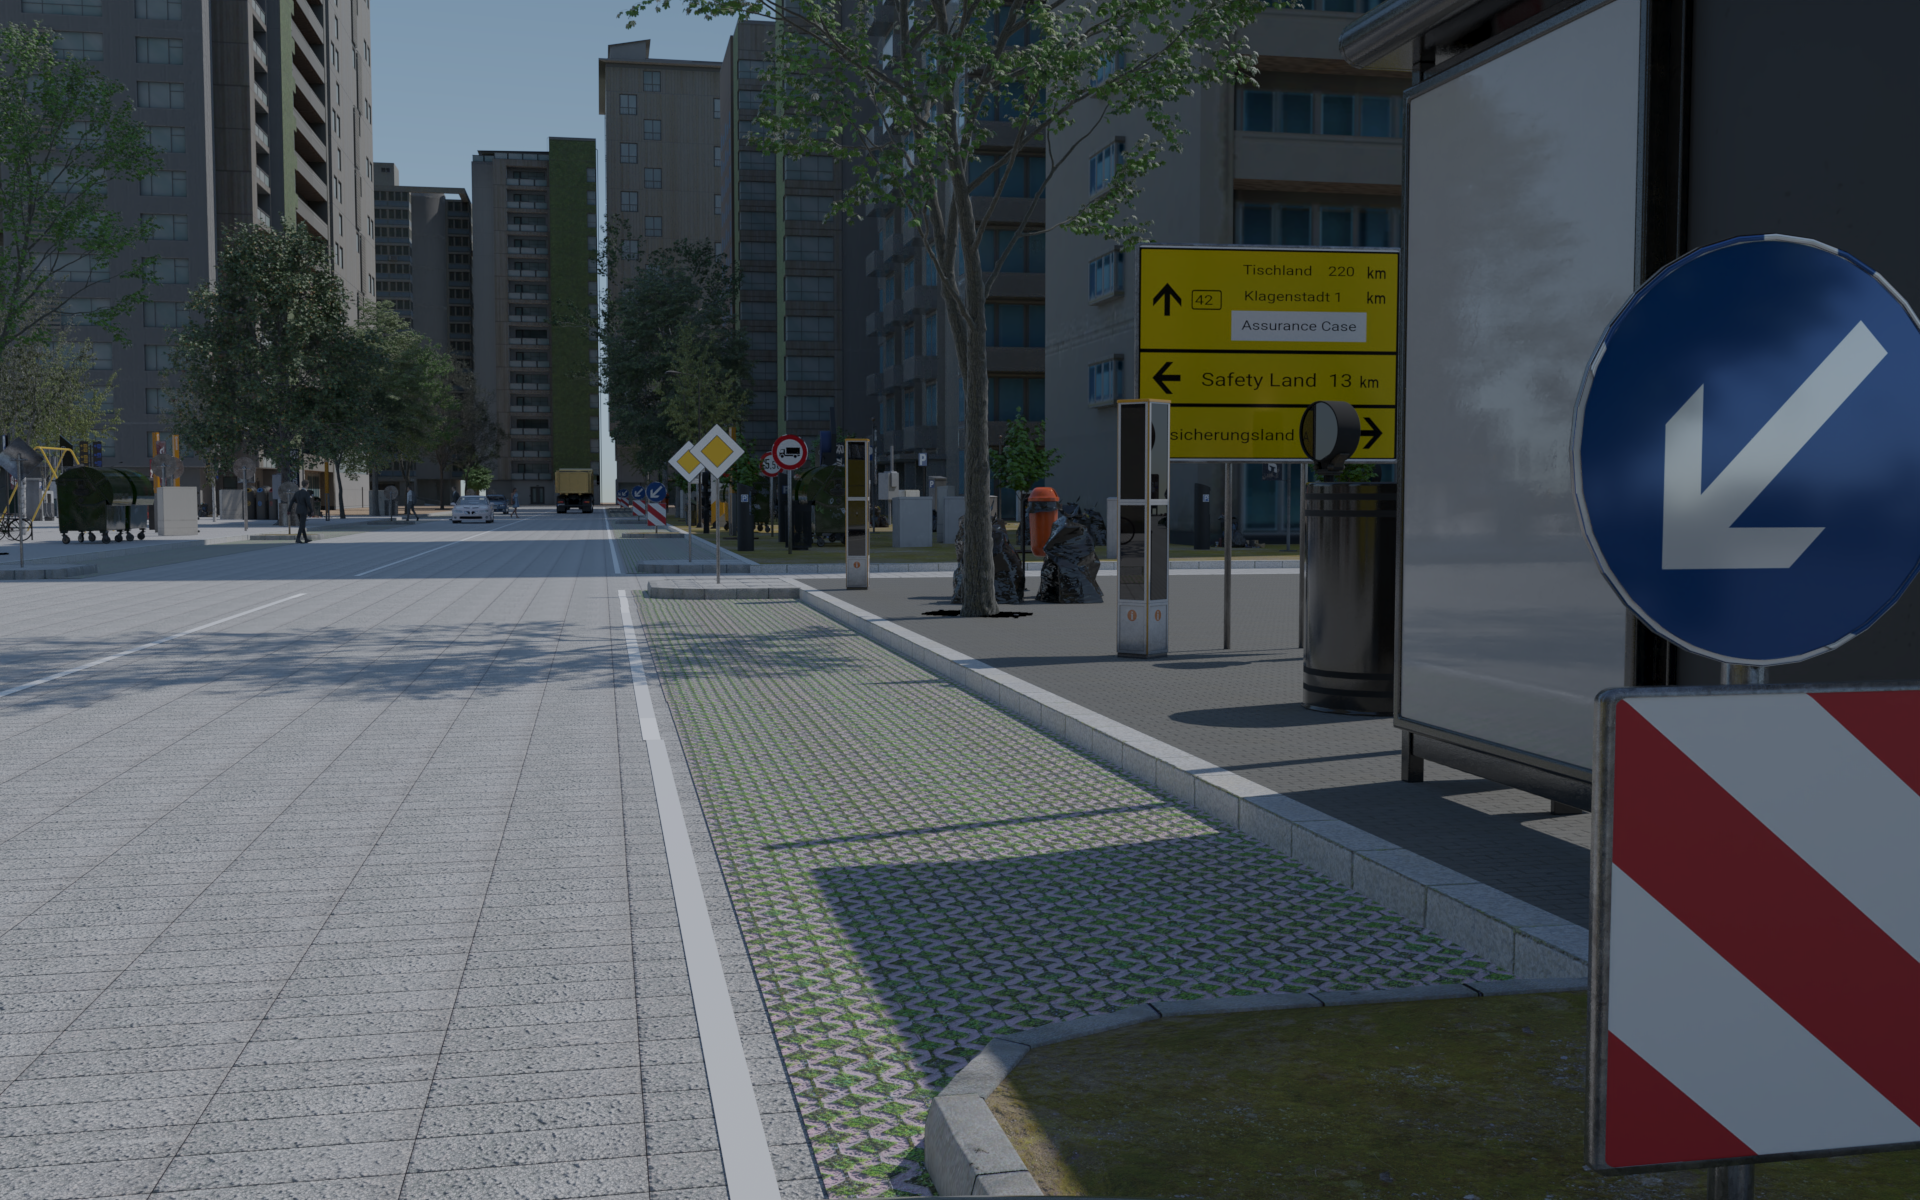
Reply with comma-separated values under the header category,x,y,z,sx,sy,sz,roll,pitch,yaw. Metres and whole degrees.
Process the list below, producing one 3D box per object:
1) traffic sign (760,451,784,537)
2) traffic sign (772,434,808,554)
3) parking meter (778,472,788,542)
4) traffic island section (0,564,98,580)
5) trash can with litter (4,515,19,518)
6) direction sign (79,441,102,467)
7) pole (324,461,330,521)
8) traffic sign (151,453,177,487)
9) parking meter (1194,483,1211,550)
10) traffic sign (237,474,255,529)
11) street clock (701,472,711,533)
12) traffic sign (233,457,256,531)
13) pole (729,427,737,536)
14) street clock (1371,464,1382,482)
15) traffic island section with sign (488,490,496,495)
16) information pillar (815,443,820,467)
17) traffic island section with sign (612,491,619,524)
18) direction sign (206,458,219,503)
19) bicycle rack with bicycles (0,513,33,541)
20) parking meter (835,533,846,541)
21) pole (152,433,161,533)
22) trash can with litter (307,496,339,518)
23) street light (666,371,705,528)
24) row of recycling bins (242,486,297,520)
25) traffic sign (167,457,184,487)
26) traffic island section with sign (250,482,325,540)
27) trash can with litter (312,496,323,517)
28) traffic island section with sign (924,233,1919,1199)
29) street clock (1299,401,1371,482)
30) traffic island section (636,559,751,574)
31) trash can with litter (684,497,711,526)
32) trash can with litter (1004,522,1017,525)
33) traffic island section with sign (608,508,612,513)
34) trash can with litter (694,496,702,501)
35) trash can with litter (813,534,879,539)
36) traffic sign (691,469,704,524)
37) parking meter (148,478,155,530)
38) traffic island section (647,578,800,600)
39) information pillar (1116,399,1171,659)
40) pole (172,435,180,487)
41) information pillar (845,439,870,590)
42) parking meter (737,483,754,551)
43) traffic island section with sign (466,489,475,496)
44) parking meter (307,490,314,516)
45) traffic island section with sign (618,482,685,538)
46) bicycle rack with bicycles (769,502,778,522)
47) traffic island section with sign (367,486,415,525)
category,x,y,z,sx,sy,sz,roll,pitch,yaw
traffic sign,-5.615,-3.160,51.776,0.768,2.556,0.104,-1,4,-8
traffic sign,-3.623,-2.249,36.871,0.768,2.556,0.104,-1,4,-11
parking meter,-4.649,-2.480,46.256,0.399,1.863,0.255,-1,4,-16
traffic island section,-16.410,-0.488,30.263,2.009,0.180,2.903,-1,4,-12
trash can with litter,-51.019,-5.105,94.525,2.233,1.210,1.678,-2,4,-34
direction sign,-37.365,-5.047,74.518,0.876,3.537,0.379,-3,5,-41
pole,-30.062,-5.407,82.253,0.158,3.312,0.155,0,3,0
traffic sign,-24.880,-3.304,54.129,0.768,2.556,0.104,0,4,-8
parking meter,5.597,-1.934,40.028,0.372,1.533,0.369,0,3,0
traffic sign,-25.928,-3.719,62.929,0.606,2.300,0.079,0,4,-5
street clock,-8.258,-3.169,56.378,0.358,2.002,0.471,0,4,-1
traffic sign,-24.756,-3.660,59.944,0.768,2.556,0.104,0,4,-5
pole,-6.947,-3.616,52.958,0.158,3.312,0.155,0,3,0
street clock,9.996,-2.281,41.860,0.358,2.002,0.471,0,4,-6
traffic island section with sign,-42.481,-9.104,157.485,1.989,1.847,2.006,-1,4,-12
information pillar,-6.026,-5.081,74.434,0.504,3.616,0.183,3,5,43
traffic island section with sign,-15.560,-4.563,83.230,1.989,1.847,2.006,-1,4,-12
direction sign,-42.910,-6.571,99.440,0.876,3.537,0.379,1,4,18
bicycle rack with bicycles,-26.574,-2.064,47.126,2.925,0.926,2.852,0,4,6
parking meter,-3.256,-2.568,47.701,0.399,1.863,0.255,2,4,24
pole,-26.627,-3.889,57.432,0.158,3.312,0.155,0,3,0
trash can with litter,-34.728,-5.036,93.403,2.233,1.210,1.678,-1,4,-10
street light,-10.401,-5.686,65.514,1.470,5.913,1.316,-1,4,-12
row of recycling bins,-34.166,-4.818,85.889,3.534,1.692,1.069,2,4,25
traffic sign,-26.785,-3.596,58.896,0.768,2.556,0.104,-1,4,-10
traffic island section with sign,-21.099,-2.801,54.420,1.989,1.847,2.006,-1,4,-12
trash can with litter,-35.772,-5.189,96.225,0.624,1.170,1.055,0,4,-6
traffic island section with sign,0.984,0.319,3.406,1.989,1.847,2.006,-1,4,-12
street clock,2.877,-0.548,13.531,0.358,2.002,0.471,-2,4,-28
traffic island section,-5.059,-0.631,32.603,2.009,0.180,2.903,-1,4,-12
trash can with litter,-10.438,-3.519,68.919,1.055,1.170,0.624,1,4,12
trash can with litter,1.238,-3.705,71.634,2.233,1.210,1.678,1,4,9
traffic island section with sign,-25.721,-7.561,132.247,1.989,1.847,2.006,-1,4,-12
trash can with litter,-12.400,-4.523,85.014,2.233,1.210,1.678,0,4,-5
trash can with litter,-3.498,-2.379,49.957,2.233,1.210,1.678,0,4,3
traffic sign,-10.328,-4.035,68.102,0.606,2.300,0.079,0,4,-2
parking meter,-28.820,-3.433,61.839,0.255,1.863,0.399,-1,4,-16
traffic island section,-3.437,-0.153,24.784,2.009,0.180,2.903,-1,4,-12
information pillar,1.436,-0.555,13.570,0.304,2.012,0.304,3,5,41
pole,-27.098,-4.041,59.913,0.158,3.312,0.155,0,3,0
information pillar,-1.374,-1.147,23.242,0.304,2.012,0.304,0,4,1
parking meter,-4.827,-1.870,38.984,0.372,1.533,0.369,0,3,0
traffic island section with sign,-36.932,-7.474,130.825,1.989,1.847,2.006,-1,4,-12
parking meter,-37.214,-5.556,99.244,0.372,1.533,0.369,0,3,0
traffic island section with sign,-10.093,-2.948,56.833,1.989,1.847,2.006,-1,4,-12
bicycle rack with bicycles,-9.470,-4.125,80.832,2.925,0.926,2.852,-1,4,-22
traffic island section with sign,-26.670,-4.444,81.281,1.989,1.847,2.006,-1,4,-12
